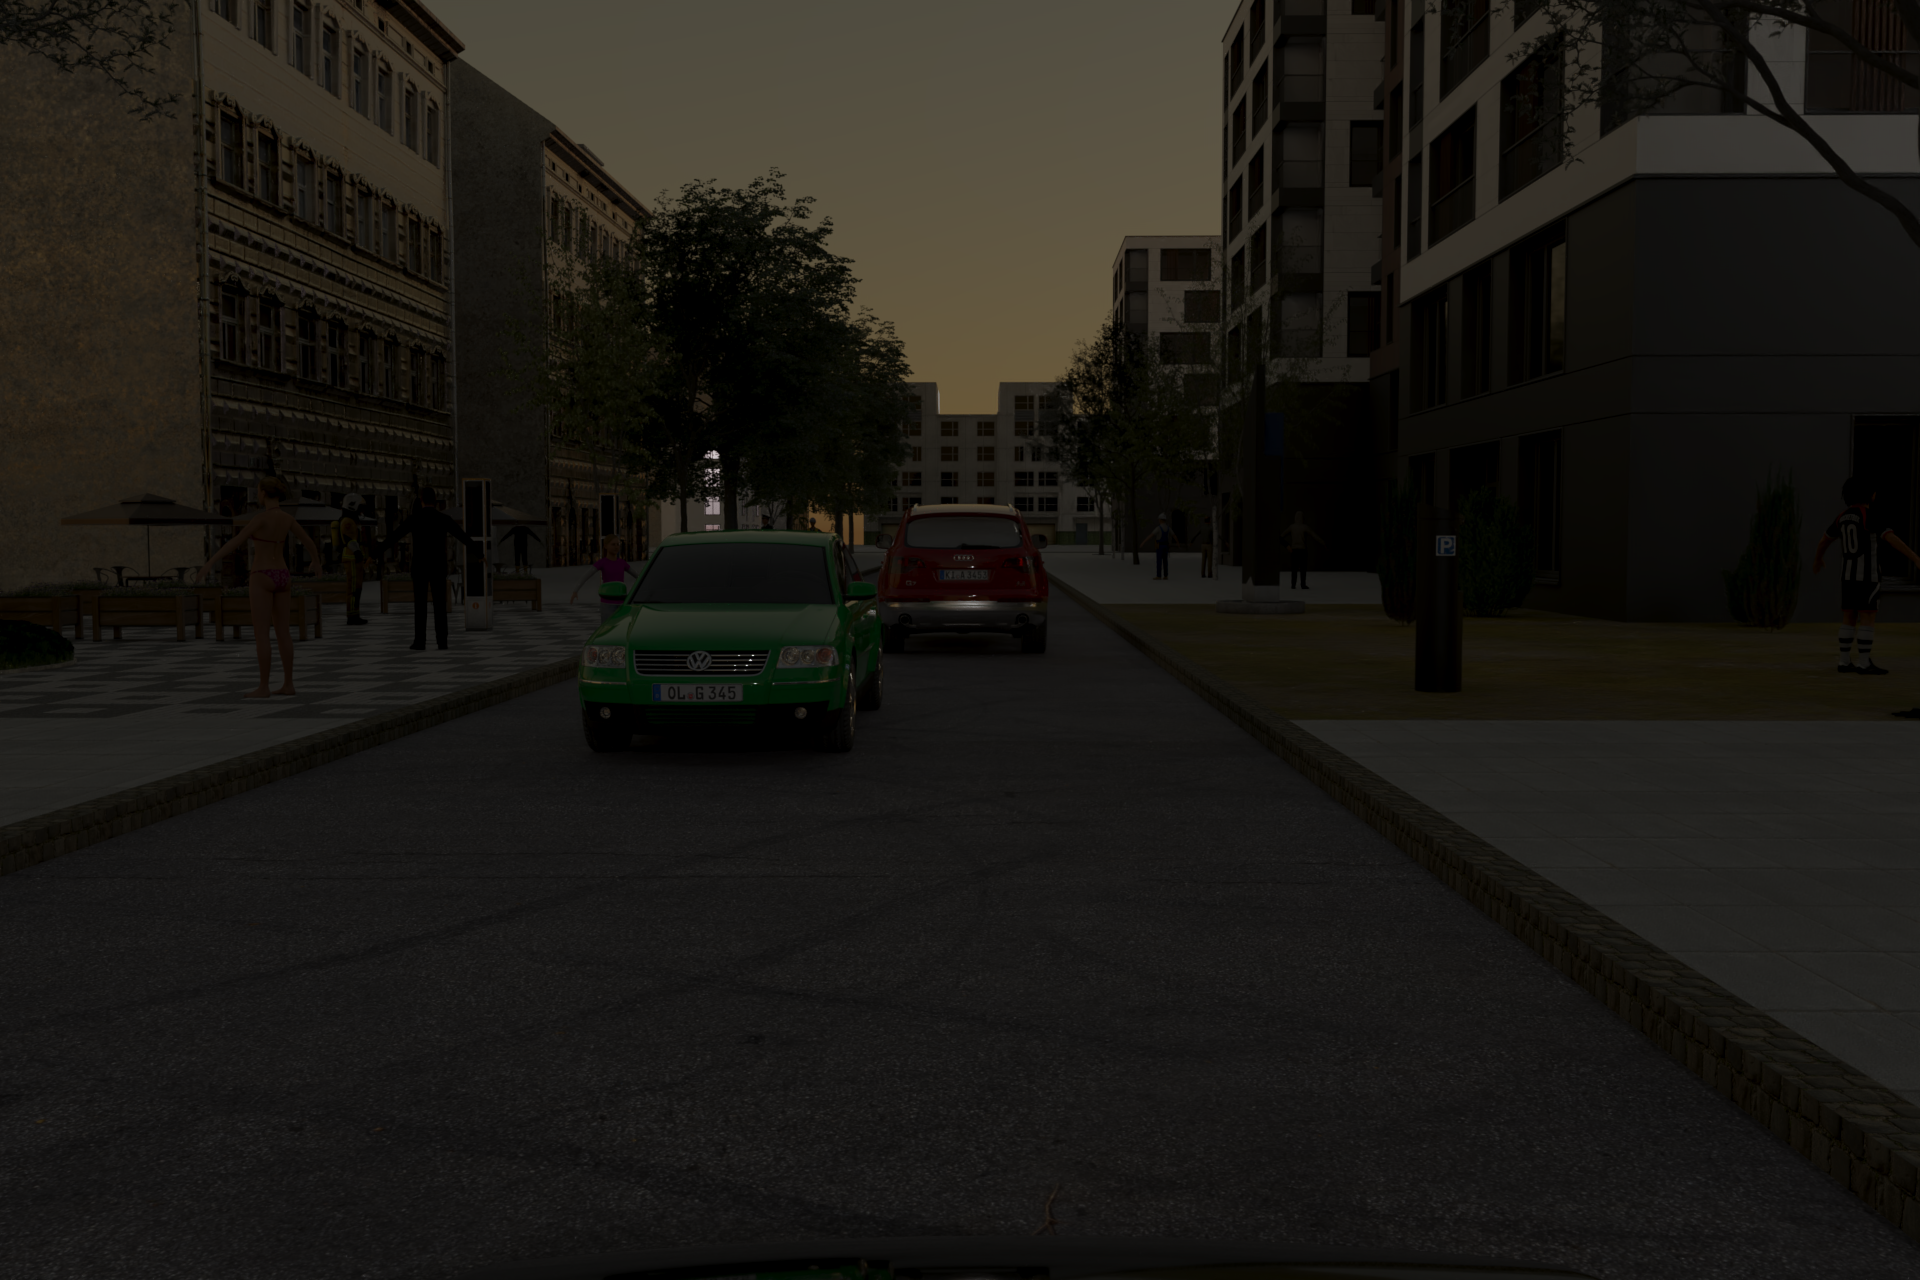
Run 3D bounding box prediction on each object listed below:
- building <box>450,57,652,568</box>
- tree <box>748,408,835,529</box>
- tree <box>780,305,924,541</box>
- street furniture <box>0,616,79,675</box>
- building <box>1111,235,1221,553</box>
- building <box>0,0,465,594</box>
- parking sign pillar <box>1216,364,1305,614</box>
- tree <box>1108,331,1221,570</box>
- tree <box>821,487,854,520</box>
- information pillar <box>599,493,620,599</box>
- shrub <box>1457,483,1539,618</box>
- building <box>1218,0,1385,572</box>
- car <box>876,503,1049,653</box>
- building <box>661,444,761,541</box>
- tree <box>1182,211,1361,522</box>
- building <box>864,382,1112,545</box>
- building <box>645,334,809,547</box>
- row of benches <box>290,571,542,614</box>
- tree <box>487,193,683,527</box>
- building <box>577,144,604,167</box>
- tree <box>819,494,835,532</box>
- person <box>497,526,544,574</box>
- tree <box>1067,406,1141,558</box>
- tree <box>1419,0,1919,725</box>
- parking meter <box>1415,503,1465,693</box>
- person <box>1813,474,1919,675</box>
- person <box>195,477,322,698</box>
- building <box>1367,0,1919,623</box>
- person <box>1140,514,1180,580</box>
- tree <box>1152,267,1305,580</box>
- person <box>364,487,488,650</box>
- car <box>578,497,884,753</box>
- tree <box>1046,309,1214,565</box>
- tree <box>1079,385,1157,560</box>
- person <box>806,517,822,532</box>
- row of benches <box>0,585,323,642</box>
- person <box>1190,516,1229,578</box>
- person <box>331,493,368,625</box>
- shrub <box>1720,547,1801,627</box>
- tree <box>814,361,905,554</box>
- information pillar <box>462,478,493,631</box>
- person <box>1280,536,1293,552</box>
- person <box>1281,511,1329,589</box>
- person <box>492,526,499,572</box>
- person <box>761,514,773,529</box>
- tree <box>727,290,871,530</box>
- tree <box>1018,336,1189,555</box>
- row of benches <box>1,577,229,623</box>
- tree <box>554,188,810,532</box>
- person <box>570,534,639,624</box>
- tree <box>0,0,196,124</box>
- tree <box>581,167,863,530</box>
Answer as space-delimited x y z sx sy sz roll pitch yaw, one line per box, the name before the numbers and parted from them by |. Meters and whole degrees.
building | -24.446 -14.842 73.590 19.493 23.208 18.063 0 4 2
tree | -7.605 -7.409 71.507 4.737 8.622 4.395 0 3 0
tree | -6.945 -11.675 97.548 9.857 13.997 8.962 0 3 0
street furniture | -11.592 0.063 14.598 5.734 0.657 10.072 0 4 3
building | 25.636 -17.791 134.849 27.936 21.610 32.646 0 4 1
building | -25.054 -13.083 44.833 19.493 23.208 18.063 0 3 0
parking sign pillar | 4.917 -2.433 28.248 1.447 3.967 1.447 0 4 0
tree | 7.360 -6.841 62.219 4.737 8.622 4.395 0 3 0
tree | -14.833 -15.853 209.554 4.737 8.622 4.395 0 3 0
information pillar | -6.321 -1.637 31.264 0.304 2.012 0.304 0 4 2
shrub | 8.129 -1.395 26.855 1.661 2.075 1.752 0 3 0
building | 24.793 -14.083 74.232 27.936 21.610 32.646 0 4 1
car | 0.025 -0.837 22.360 2.281 1.827 5.304 0 4 0
building | -21.872 -12.837 152.031 9.099 9.664 28.070 0 4 1
tree | 6.550 -5.512 40.478 4.360 8.622 3.978 0 3 0
building | 4.662 -20.748 208.139 31.486 18.905 16.747 0 4 1
building | -26.019 -21.334 179.735 19.493 23.208 18.063 0 4 1
row of benches | -8.751 -0.774 28.125 4.104 0.672 1.422 -1 4 -22
tree | -7.857 -5.325 37.433 4.737 8.622 4.395 0 3 0
building | -23.286 -14.010 85.489 16.016 20.090 11.380 0 4 1
tree | -14.915 -15.498 203.758 4.737 8.622 4.395 0 3 0
person | -13.033 -2.768 51.389 1.346 1.812 0.704 -1 4 -20
tree | 7.931 -8.610 91.136 4.737 8.622 4.395 0 3 0
tree | 6.885 -6.175 11.332 12.009 13.543 11.850 0 3 0
parking meter | 3.913 -0.350 14.131 0.372 1.533 0.369 0 3 0
person | 8.292 -0.597 15.906 0.704 1.843 1.345 -1 4 -16
person | -5.502 -0.422 13.697 0.721 1.733 1.217 2 4 26
building | 23.771 -12.015 40.421 27.936 21.610 32.646 0 4 1
person | 5.653 -2.612 48.560 1.347 1.847 0.705 -2 4 -29
tree | 7.075 -5.975 48.060 4.360 8.622 3.978 0 3 0
person | -5.904 -0.796 19.246 1.346 1.802 0.704 -2 4 -29
car | -1.546 -0.243 12.773 1.959 1.807 4.718 0 4 1
tree | 7.054 -8.433 72.296 7.601 10.594 8.767 0 4 6
tree | 7.933 -8.217 84.713 4.737 8.622 4.395 0 3 0
person | -4.343 -2.719 50.918 1.216 1.772 0.721 0 4 6
row of benches | -9.706 -0.332 20.895 4.104 0.672 1.422 0 4 -2
person | 7.273 -2.724 50.816 1.348 1.796 0.705 3 5 41
person | -8.574 -1.151 24.582 0.705 1.858 1.354 -1 4 -17
shrub | 11.102 -0.789 24.013 1.383 1.207 1.383 0 3 0
tree | -7.421 -11.880 112.371 7.486 12.596 7.792 0 3 0
information pillar | -6.389 -1.129 22.958 0.304 2.012 0.304 0 4 0
person | 6.294 -1.795 35.540 1.347 1.806 0.705 -3 4 -38
person | 7.928 -2.097 40.420 1.348 1.813 0.705 2 4 28
person | -9.961 -1.858 36.566 0.705 1.806 1.347 -1 4 -21
person | -5.445 -2.596 48.382 0.705 1.837 1.347 -3 5 -40
tree | -7.714 -9.940 80.651 7.486 12.596 7.792 0 3 0
tree | 8.547 -11.890 104.777 12.009 13.543 11.850 0 3 0
row of benches | -12.108 -0.488 23.438 4.104 0.672 1.422 -3 5 -42
tree | -7.905 -6.937 47.830 8.767 10.594 7.601 2 4 35
person | -3.346 -0.314 16.862 0.991 1.433 0.599 -3 4 -39
tree | -8.360 -6.131 10.614 12.009 13.543 11.850 0 3 0
tree | -8.132 -9.389 60.173 9.857 13.997 8.962 0 3 0
